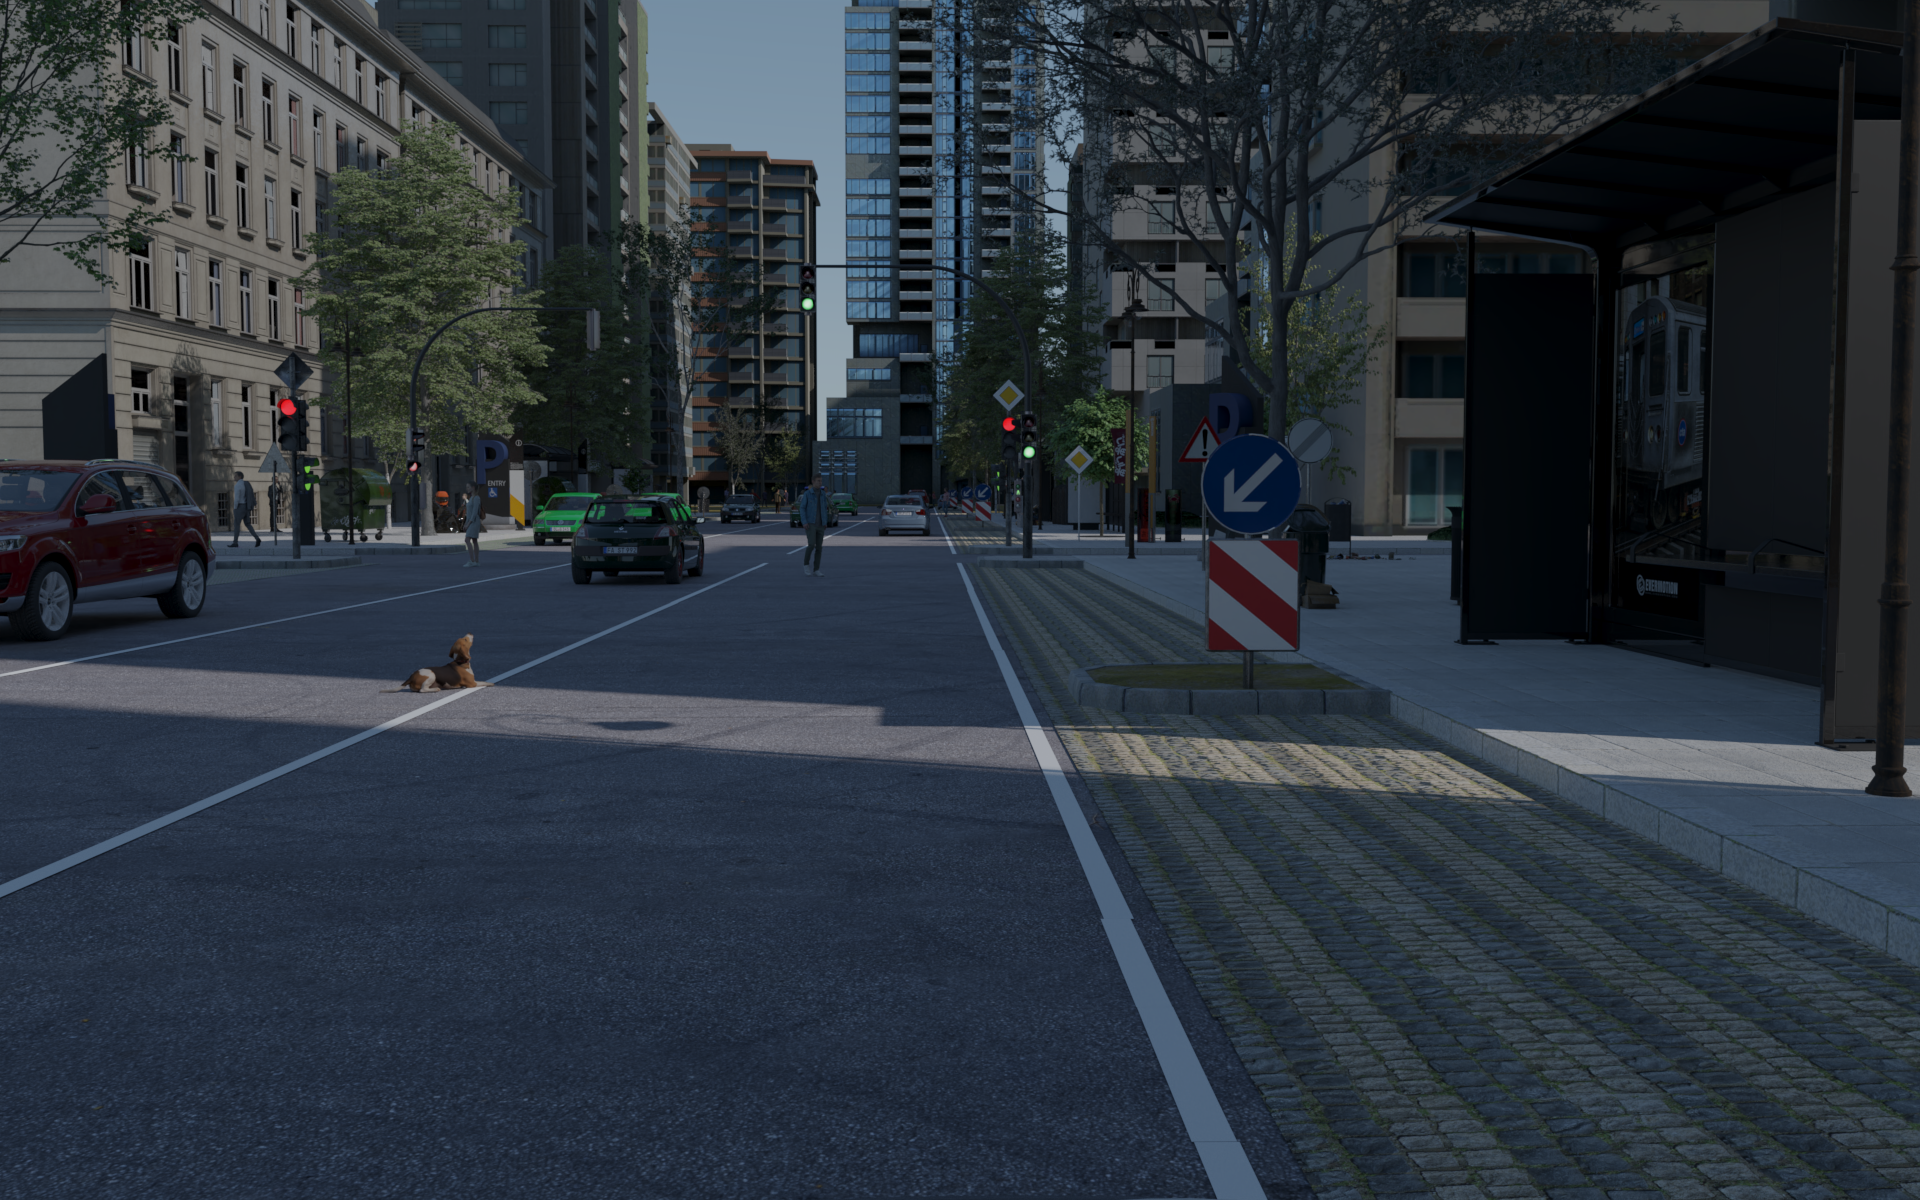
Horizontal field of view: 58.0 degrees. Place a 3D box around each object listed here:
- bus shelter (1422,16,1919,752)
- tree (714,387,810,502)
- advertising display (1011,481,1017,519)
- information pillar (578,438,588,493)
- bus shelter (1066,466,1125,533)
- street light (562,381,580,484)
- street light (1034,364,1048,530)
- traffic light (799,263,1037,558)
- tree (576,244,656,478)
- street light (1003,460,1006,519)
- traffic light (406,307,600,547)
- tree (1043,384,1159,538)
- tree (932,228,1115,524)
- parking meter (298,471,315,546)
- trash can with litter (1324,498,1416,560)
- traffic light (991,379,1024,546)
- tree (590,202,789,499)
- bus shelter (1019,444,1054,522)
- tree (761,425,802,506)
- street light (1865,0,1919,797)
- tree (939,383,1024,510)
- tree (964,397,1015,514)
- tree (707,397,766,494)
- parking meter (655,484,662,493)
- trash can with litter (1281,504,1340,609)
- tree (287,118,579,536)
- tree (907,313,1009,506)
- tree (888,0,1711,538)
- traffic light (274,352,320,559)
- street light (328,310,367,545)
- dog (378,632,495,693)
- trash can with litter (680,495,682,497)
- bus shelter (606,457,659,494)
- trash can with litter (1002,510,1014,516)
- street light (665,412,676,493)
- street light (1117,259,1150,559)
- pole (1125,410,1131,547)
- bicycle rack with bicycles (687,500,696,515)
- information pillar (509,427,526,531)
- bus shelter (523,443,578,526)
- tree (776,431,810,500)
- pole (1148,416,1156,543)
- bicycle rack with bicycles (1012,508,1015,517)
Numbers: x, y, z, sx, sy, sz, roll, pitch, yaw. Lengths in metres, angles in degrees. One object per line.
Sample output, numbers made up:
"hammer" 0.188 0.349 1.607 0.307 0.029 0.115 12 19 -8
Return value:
"bus shelter" 4.825 -1.248 11.695 1.731 3.624 6.357 0 4 -1
"tree" -17.635 -13.271 151.388 8.767 10.594 7.601 -3 5 -44
"advertising display" 2.978 -5.046 87.717 0.974 1.923 0.123 2 4 28
"information pillar" -15.824 -4.978 72.751 0.504 3.616 0.183 2 4 33
"bus shelter" 4.608 -3.990 59.154 2.014 3.302 5.546 0 4 -1
"street light" -15.841 -5.988 70.689 0.468 5.910 1.993 0 4 -1
"street light" 2.876 -5.450 61.891 0.468 5.910 1.993 0 4 -1
"traffic light" -0.766 -3.649 34.330 4.771 5.953 1.251 0 4 -1
"tree" -17.675 -9.852 79.200 7.486 12.596 7.792 0 3 0
"street light" 2.344 -7.170 90.012 0.468 5.910 1.993 0 4 -1
"traffic light" -11.192 -4.136 42.285 4.771 5.953 1.251 0 4 -1
"tree" 4.202 -4.162 51.763 4.285 4.588 4.351 0 3 0
"tree" 2.916 -9.569 74.583 7.486 12.596 7.792 0 3 0
"parking meter" -16.321 -2.291 43.164 0.399 1.863 0.255 0 4 0
"trash can with litter" 7.797 -1.403 33.994 2.233 1.210 1.678 1 4 19
"traffic light" 1.177 -3.277 42.493 0.839 4.253 0.868 0 4 -1
"tree" -16.754 -15.581 110.637 12.611 20.169 13.585 0 3 0
"bus shelter" 3.496 -5.572 82.384 1.731 3.624 6.357 0 4 -1
"tree" -18.419 -14.105 180.975 4.737 8.622 4.395 0 3 0
"street light" 3.974 -2.107 7.234 0.468 5.910 1.993 0 4 -1
"tree" 2.490 -12.978 137.941 9.928 11.665 9.643 0 3 0
"tree" 2.326 -9.938 112.853 4.360 8.622 3.978 0 3 0
"tree" -16.889 -11.023 130.581 4.360 8.622 3.978 0 3 0
"parking meter" -17.622 -5.848 101.329 0.255 1.863 0.399 -3 5 -42
"trash can with litter" 4.056 -0.509 19.704 0.624 1.170 1.055 -1 4 -9
"tree" -16.231 -8.217 52.477 7.486 12.596 7.792 0 3 0
"tree" 0.880 -19.859 180.582 12.611 20.169 13.585 0 3 0
"tree" 3.941 -6.815 21.794 12.009 13.543 11.850 0 3 0
"traffic light" -13.134 -2.771 34.227 0.839 4.253 0.868 0 4 -1
"street light" -15.420 -4.339 43.737 0.468 5.910 1.993 0 4 -1
"dog" -3.840 0.457 12.717 0.748 0.427 0.550 0 4 -1
"trash can with litter" -17.138 -5.740 104.907 1.678 1.210 2.233 -3 5 -44
"bus shelter" -17.976 -6.203 95.350 2.014 3.302 5.546 0 4 -1
"trash can with litter" 2.863 -5.435 100.245 0.624 1.170 1.055 2 4 27
"street light" -16.367 -7.660 98.034 0.468 5.910 1.993 0 4 -1
"street light" 3.404 -3.755 34.184 0.468 5.910 1.993 0 4 -1
"pole" 4.112 -2.942 41.952 0.158 3.312 0.155 0 3 0
"bicycle rack with bicycles" -17.534 -5.783 107.931 2.852 0.926 2.925 -1 4 -10
"information pillar" -15.502 -4.237 60.637 0.504 3.616 0.183 -1 4 -10
"bus shelter" -17.319 -4.779 72.060 2.014 3.302 5.546 0 4 -1
"tree" -18.212 -14.713 190.920 4.360 8.622 3.978 0 3 0
"pole" 5.045 -3.154 45.419 0.158 3.312 0.155 0 3 0
"bicycle rack with bicycles" 3.679 -5.088 96.570 2.852 0.926 2.925 0 4 6
